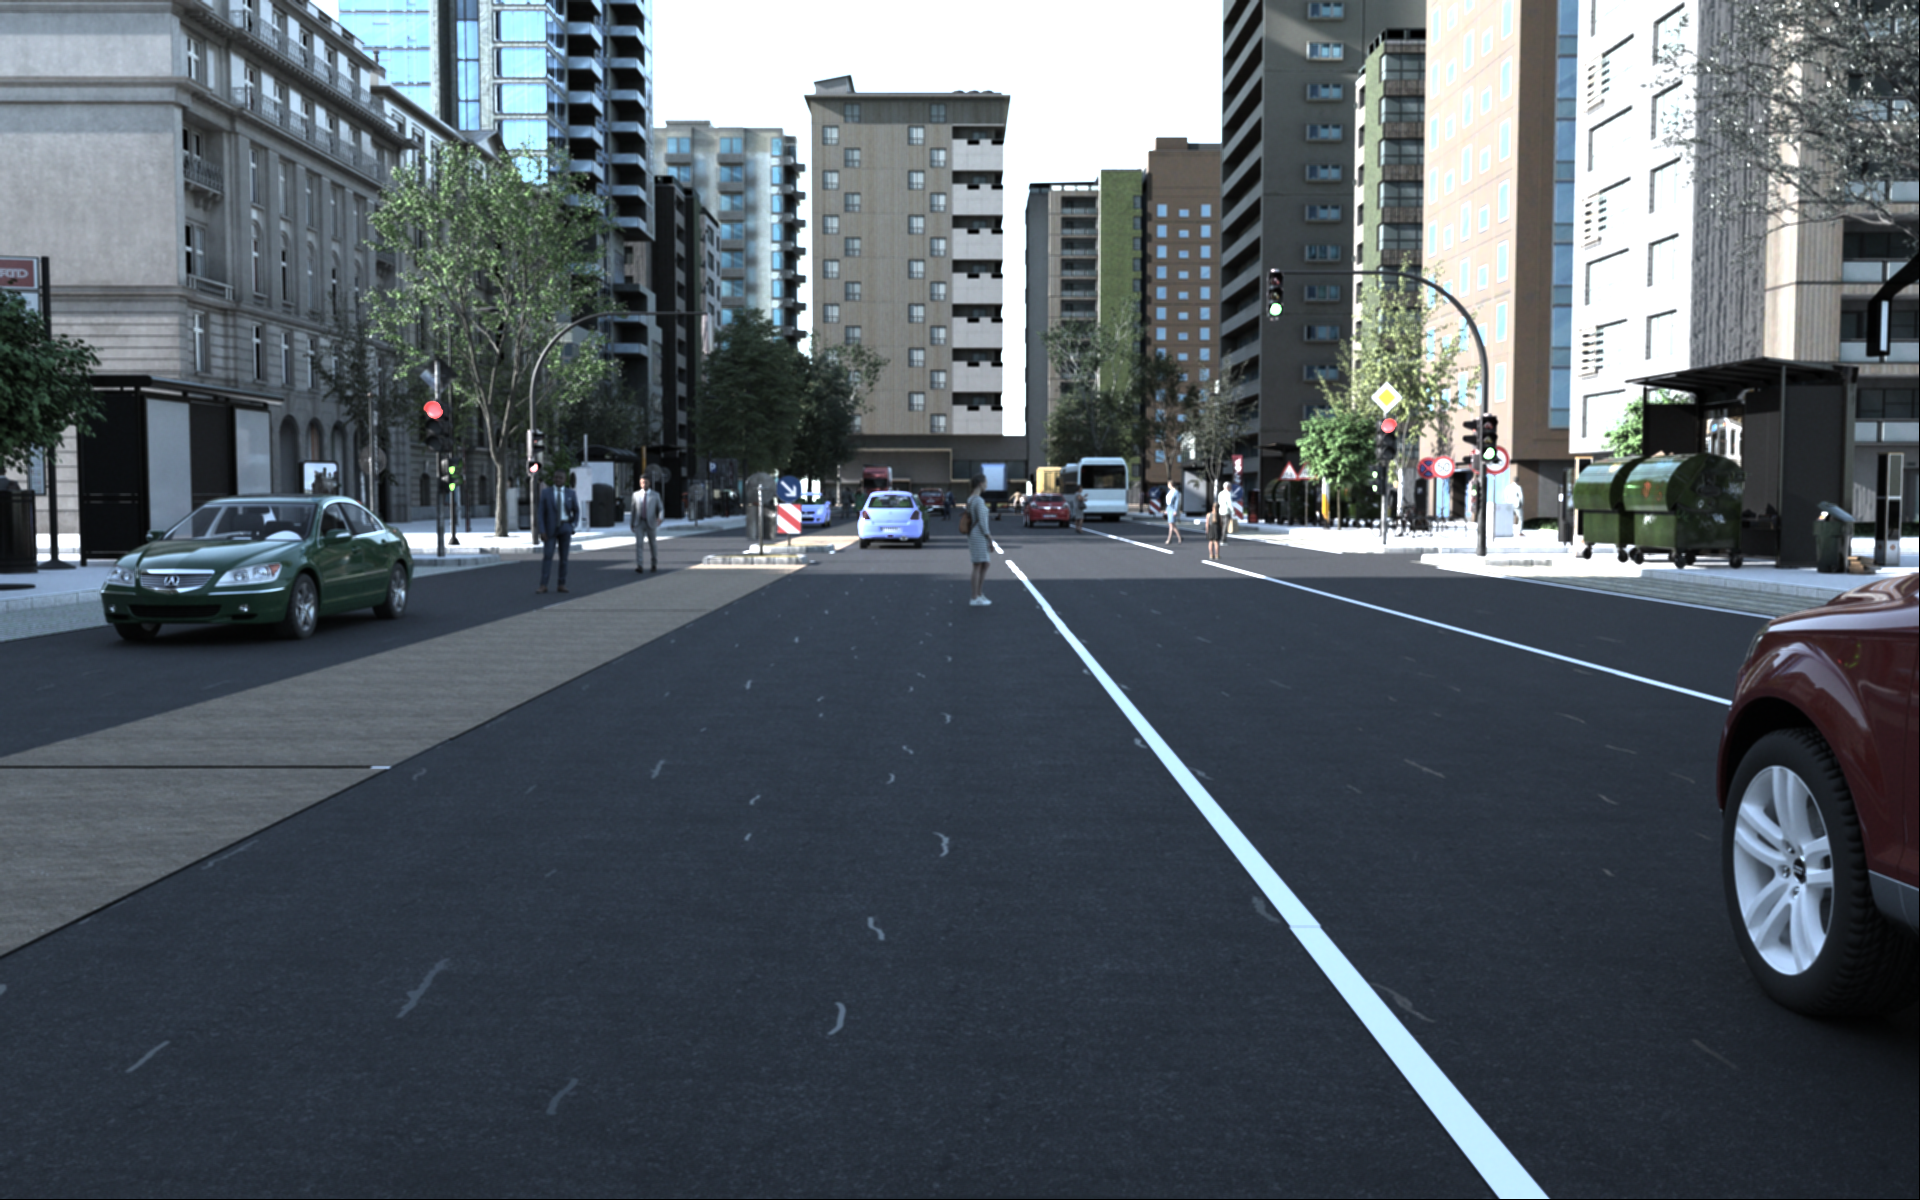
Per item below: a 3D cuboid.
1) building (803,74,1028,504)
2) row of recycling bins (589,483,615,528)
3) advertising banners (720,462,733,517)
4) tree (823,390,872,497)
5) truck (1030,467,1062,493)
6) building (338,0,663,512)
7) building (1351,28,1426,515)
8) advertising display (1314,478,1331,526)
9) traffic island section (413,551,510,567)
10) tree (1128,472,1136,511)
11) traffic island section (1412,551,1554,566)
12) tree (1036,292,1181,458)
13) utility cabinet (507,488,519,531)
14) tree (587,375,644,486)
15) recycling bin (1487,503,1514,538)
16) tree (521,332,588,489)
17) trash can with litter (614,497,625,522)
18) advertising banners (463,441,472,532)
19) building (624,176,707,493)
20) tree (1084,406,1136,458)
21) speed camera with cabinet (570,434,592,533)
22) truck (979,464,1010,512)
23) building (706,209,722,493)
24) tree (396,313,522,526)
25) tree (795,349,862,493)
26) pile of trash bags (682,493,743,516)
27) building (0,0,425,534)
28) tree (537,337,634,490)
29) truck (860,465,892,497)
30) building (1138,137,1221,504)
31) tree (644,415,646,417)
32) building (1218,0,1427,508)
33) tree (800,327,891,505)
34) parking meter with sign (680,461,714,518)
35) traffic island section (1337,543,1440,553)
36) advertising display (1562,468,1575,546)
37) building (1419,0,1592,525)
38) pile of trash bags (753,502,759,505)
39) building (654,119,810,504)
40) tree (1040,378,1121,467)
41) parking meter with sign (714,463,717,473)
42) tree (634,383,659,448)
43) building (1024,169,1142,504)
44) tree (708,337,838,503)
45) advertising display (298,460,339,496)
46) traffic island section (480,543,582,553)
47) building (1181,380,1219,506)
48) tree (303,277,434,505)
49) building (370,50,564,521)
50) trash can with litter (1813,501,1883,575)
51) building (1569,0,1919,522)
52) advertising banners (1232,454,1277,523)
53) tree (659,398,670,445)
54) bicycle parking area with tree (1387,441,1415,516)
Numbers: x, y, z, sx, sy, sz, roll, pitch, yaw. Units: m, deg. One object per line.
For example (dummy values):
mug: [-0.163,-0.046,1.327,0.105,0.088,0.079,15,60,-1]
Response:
building: [-5.384,-38.973,226.449,27.495,52.752,28.713,0,4,0]
row of recycling bins: [-14.089,-3.724,67.992,1.069,1.692,3.534,-1,4,-9]
advertising banners: [-12.792,-6.042,94.967,0.090,3.025,2.074,-2,4,-26]
tree: [-14.526,-16.672,182.963,12.009,13.543,11.850,0,3,0]
truck: [6.867,-7.848,124.244,3.469,3.379,9.791,0,4,1]
building: [-34.786,-50.114,132.037,22.319,86.520,31.000,0,4,0]
building: [32.416,-20.781,111.478,14.160,30.474,14.107,0,4,0]
advertising display: [14.471,-3.902,69.016,0.974,1.923,0.123,-3,4,-36]
traffic island section: [-10.639,-0.806,35.456,2.009,0.180,2.903,0,4,0]
tree: [12.334,-8.405,132.023,1.663,3.219,1.824,0,3,0]
traffic island section: [10.702,-0.810,35.528,2.009,0.180,2.903,0,4,0]
tree: [13.883,-18.752,162.484,12.611,20.169,13.585,0,3,0]
utility cabinet: [-15.591,-3.161,60.356,0.318,1.500,1.173,-1,4,-11]
tree: [-20.876,-9.012,97.713,4.737,8.622,4.395,0,3,0]
recycling bin: [15.773,-2.346,50.916,0.722,1.027,0.722,-1,4,-16]
tree: [-19.329,-7.712,76.456,4.737,8.622,4.395,0,3,0]
trash can with litter: [-15.756,-4.133,78.966,1.055,1.170,0.624,3,4,39]
advertising banners: [-16.529,-3.782,58.029,0.090,3.025,2.074,-1,4,-11]
building: [-31.288,-23.537,156.525,14.160,30.474,14.107,0,4,0]
tree: [12.442,-11.652,140.867,4.360,8.622,3.978,0,3,0]
speed camera with cabinet: [-12.909,-3.887,57.882,0.660,3.252,2.038,-2,4,-32]
truck: [2.855,-9.618,147.020,2.967,4.110,18.799,0,4,1]
building: [-31.665,-24.729,176.027,14.107,30.474,14.160,0,4,0]
tree: [-20.211,-7.240,68.741,4.737,8.622,4.395,0,3,0]
tree: [-13.387,-15.126,153.971,9.857,13.997,8.962,0,3,0]
pile of trash bags: [-14.924,-5.725,103.355,3.447,1.369,1.912,-1,4,-12]
building: [-30.563,-13.708,65.928,13.314,21.916,24.055,0,4,0]
tree: [-18.137,-8.040,81.823,4.360,8.622,3.978,0,3,0]
truck: [-7.960,-10.869,166.614,2.839,4.237,11.283,0,4,0]
building: [30.108,-34.864,220.137,14.200,45.320,14.600,0,4,0]
tree: [-21.028,-9.405,104.133,4.737,8.622,4.395,0,3,0]
building: [33.505,-31.665,141.428,21.300,48.544,21.600,0,4,0]
tree: [-14.556,-20.830,196.461,12.611,20.169,13.585,0,3,0]
parking meter with sign: [-14.229,-5.898,92.688,1.738,3.016,0.543,0,4,-1]
traffic island section: [10.673,-1.299,43.513,2.009,0.180,2.903,0,4,0]
advertising display: [15.226,-2.292,42.686,0.974,1.923,0.123,-2,4,-30]
building: [29.522,-26.107,76.960,14.600,45.320,14.200,0,4,0]
pile of trash bags: [-14.210,-6.099,109.473,3.447,1.369,1.912,-1,4,-20]
building: [-34.727,-36.979,224.209,30.456,49.044,23.786,0,4,0]
tree: [13.493,-17.430,191.629,9.857,13.997,8.962,0,3,0]
parking meter with sign: [-14.113,-6.087,95.786,0.543,3.016,1.738,2,4,25]
tree: [-18.649,-8.604,91.043,4.360,8.622,3.978,0,3,0]
building: [15.431,-32.817,220.146,14.086,41.232,14.154,0,4,0]
tree: [-13.145,-12.791,126.139,9.611,12.733,9.660,0,3,0]
advertising display: [-12.374,-1.727,33.458,0.123,1.923,0.974,1,4,22]
traffic island section: [-10.668,-1.294,43.441,2.009,0.180,2.903,0,4,0]
building: [34.738,-52.223,166.524,22.319,86.520,31.000,0,4,0]
tree: [-20.344,-6.676,59.510,4.360,8.622,3.978,0,3,0]
building: [-31.164,-16.895,95.315,14.460,24.649,34.723,0,4,0]
trash can with litter: [14.345,-1.013,27.947,0.624,1.170,1.055,-2,4,-31]
building: [30.830,-23.032,60.161,14.086,41.232,14.154,0,4,0]
advertising banners: [12.938,-4.894,76.207,2.074,3.025,0.090,2,4,25]
tree: [-21.172,-9.995,113.775,4.360,8.622,3.978,0,3,0]
bicycle parking area with tree: [25.231,-6.666,95.987,9.016,4.147,8.231,3,5,40]
